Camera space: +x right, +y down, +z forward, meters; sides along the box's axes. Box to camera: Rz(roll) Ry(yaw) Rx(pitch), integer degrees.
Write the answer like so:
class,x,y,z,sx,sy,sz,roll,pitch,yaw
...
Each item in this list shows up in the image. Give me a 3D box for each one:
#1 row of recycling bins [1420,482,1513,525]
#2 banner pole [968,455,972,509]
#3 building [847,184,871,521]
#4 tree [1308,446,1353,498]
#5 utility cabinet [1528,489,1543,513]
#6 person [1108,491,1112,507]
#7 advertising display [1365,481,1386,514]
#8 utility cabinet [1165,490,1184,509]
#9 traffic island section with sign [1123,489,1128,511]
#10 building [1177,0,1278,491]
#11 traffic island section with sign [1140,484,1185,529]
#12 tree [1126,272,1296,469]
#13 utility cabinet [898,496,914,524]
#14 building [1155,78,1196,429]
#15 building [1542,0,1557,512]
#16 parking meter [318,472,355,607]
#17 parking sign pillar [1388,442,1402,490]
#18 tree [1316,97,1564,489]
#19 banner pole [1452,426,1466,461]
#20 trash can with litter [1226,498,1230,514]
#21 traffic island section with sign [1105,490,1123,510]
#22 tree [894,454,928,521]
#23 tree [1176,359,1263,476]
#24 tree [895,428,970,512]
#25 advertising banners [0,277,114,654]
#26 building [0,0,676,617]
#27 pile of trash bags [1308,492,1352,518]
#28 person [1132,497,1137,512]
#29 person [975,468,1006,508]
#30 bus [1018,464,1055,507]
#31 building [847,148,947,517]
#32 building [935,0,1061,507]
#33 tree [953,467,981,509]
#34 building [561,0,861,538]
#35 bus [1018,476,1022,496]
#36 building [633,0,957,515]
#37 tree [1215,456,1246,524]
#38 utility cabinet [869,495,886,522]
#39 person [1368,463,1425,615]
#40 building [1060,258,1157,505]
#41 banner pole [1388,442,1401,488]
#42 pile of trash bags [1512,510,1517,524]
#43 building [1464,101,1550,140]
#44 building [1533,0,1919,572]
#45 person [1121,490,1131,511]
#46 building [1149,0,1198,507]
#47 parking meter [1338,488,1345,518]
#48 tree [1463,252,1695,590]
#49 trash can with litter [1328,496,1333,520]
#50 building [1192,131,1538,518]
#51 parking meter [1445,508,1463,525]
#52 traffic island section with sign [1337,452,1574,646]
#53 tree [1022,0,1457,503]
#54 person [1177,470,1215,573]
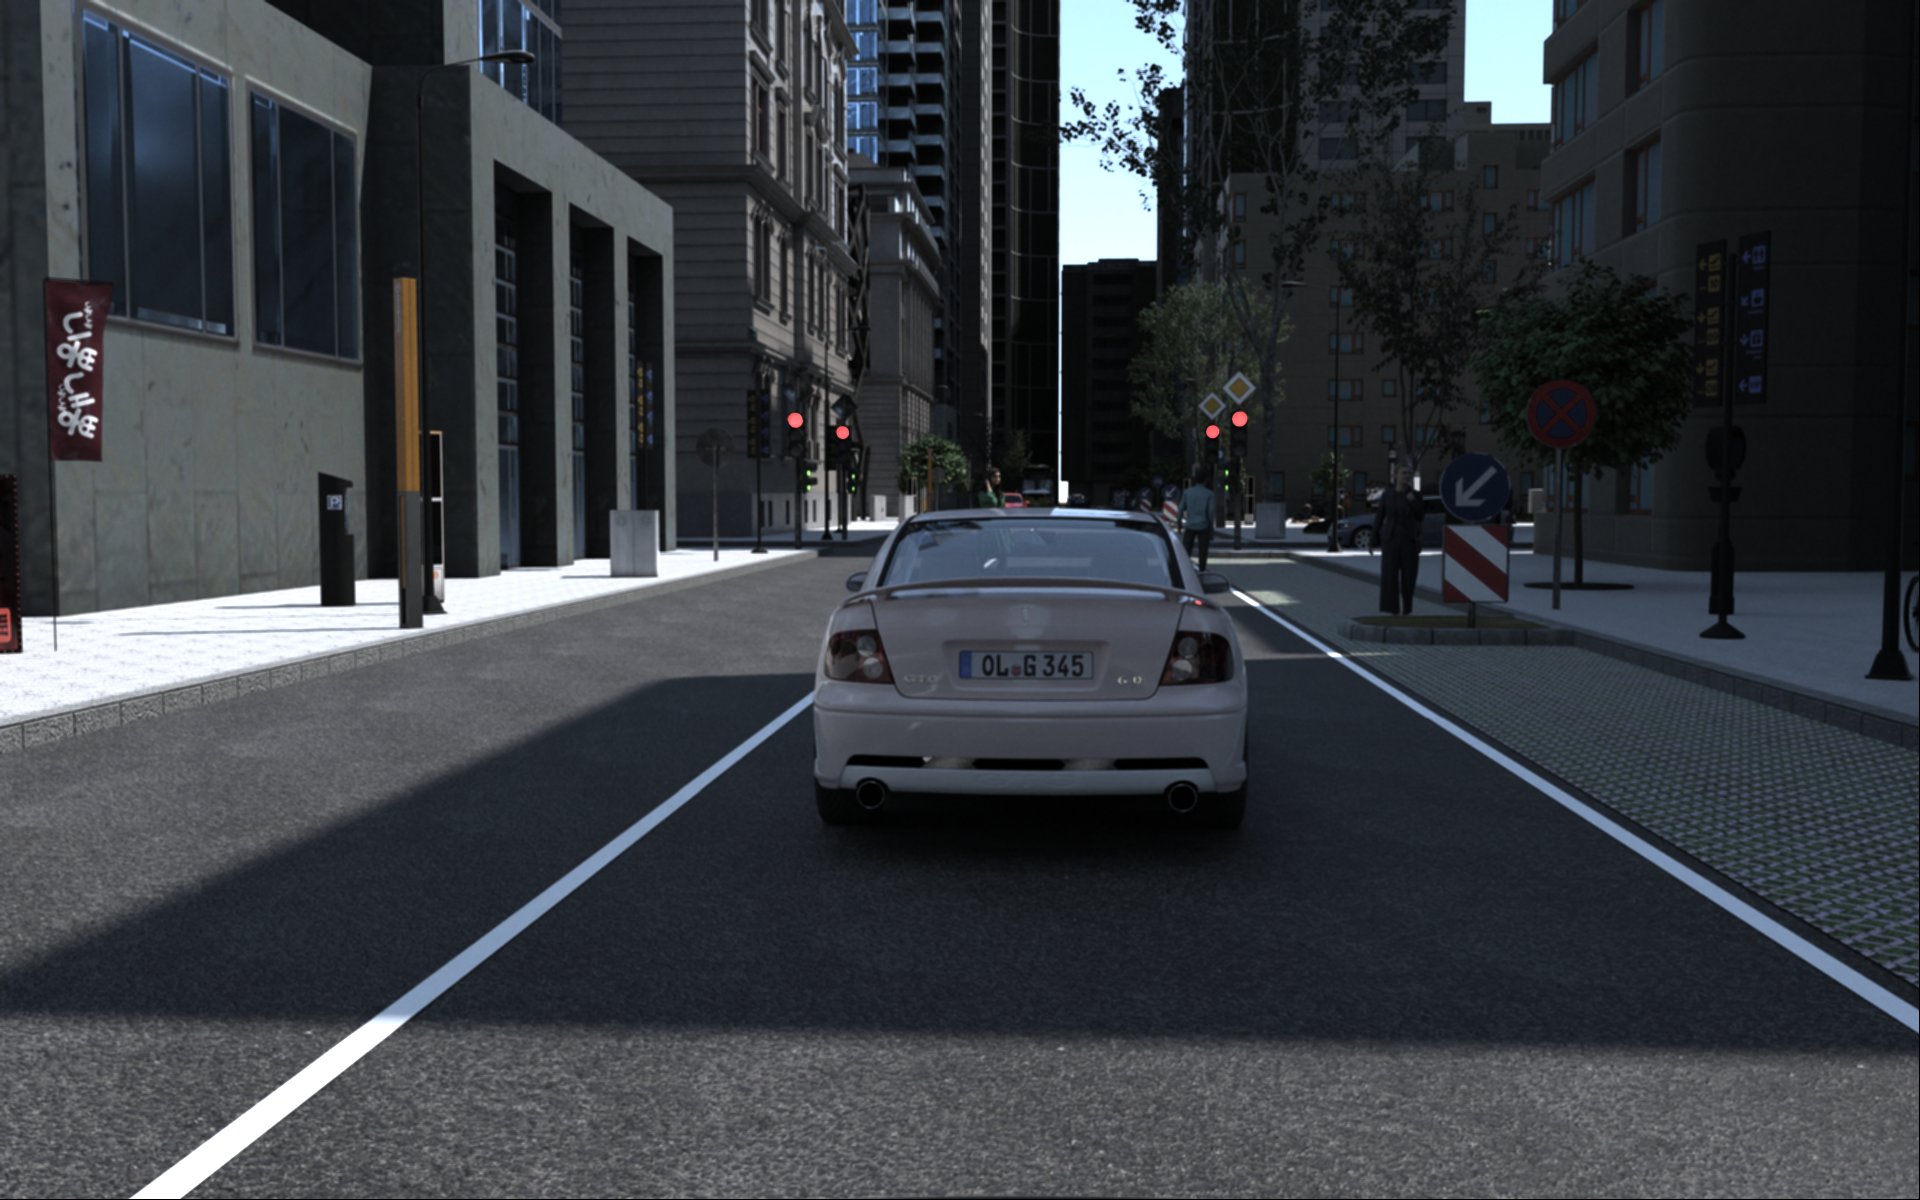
class,x,y,z,sx,sy,sz,roll,pitch,yaw
row of recycling bins,17.470,-3.229,59.915,3.534,1.692,1.069,-1,4,-18
banner pole,0.633,-7.381,110.699,0.401,3.779,0.863,-1,4,-15
building,-12.877,-13.150,82.462,16.820,18.784,16.811,0,4,4
tree,14.895,-4.628,70.267,1.663,3.219,1.824,0,3,0
utility cabinet,26.616,-4.319,79.289,1.173,1.500,0.318,-1,4,-15
person,15.582,-10.475,180.450,0.721,1.739,1.217,0,4,-6
advertising display,20.755,-4.974,86.539,0.974,1.923,0.123,1,4,20
utility cabinet,13.263,-6.012,106.975,1.173,1.500,0.318,-2,4,-25
traffic island section with sign,10.497,-5.542,99.240,1.989,1.847,2.006,0,4,4
building,27.680,-42.807,138.154,20.563,71.187,20.611,0,4,4
traffic island section with sign,8.618,-3.887,72.183,1.989,1.847,2.006,0,4,4
tree,11.381,-9.437,80.053,9.928,11.665,9.643,0,3,0
utility cabinet,-2.204,-3.664,71.062,0.306,1.237,1.020,1,4,21
building,28.472,-32.857,187.319,14.600,45.320,14.200,0,4,4
building,35.552,-26.798,57.751,30.456,49.044,23.786,0,4,4
parking meter,-7.137,-0.699,19.833,0.372,1.533,0.369,0,3,0
parking sign pillar,22.792,-6.253,90.703,1.447,3.967,1.447,2,4,26
tree,8.703,-5.024,32.503,4.360,8.622,3.978,0,3,0
banner pole,18.316,-4.500,63.590,0.863,3.779,0.401,-2,4,-33
trash can with litter,13.590,-4.711,88.408,1.055,1.170,0.624,-3,5,-42
traffic island section with sign,15.790,-10.245,176.138,1.989,1.847,2.006,0,4,4
tree,-2.508,-5.386,82.662,1.663,3.219,1.824,0,3,0
tree,13.368,-8.571,90.501,4.737,8.622,4.395,0,3,0
tree,-1.521,-6.272,86.267,4.285,4.588,4.351,0,3,0
advertising banners,-7.793,-1.074,13.740,2.074,3.025,0.090,-3,4,-38
building,-22.676,-43.669,26.661,31.000,86.520,22.319,0,4,4
pile of trash bags,19.791,-5.032,92.029,1.912,1.369,3.447,3,5,44
person,11.548,-6.216,114.822,0.352,1.250,0.332,1,4,15
person,0.445,-0.935,24.037,0.529,1.795,0.600,3,5,43
bus,6.681,-9.525,147.285,2.896,3.916,12.252,0,4,4
building,-8.384,-16.287,108.098,13.314,21.916,24.055,0,4,4
building,2.162,-47.661,217.511,20.611,71.187,20.563,0,4,4
tree,0.134,-7.565,118.290,1.663,3.219,1.824,0,3,0
building,-11.558,-16.774,61.649,14.401,28.519,23.554,0,4,4
bus,7.417,-10.700,166.496,2.896,3.916,12.252,0,4,5
building,-11.027,-50.465,137.778,22.319,86.520,31.000,0,4,4
tree,11.747,-4.837,73.680,1.663,3.219,1.824,0,3,0
utility cabinet,-3.834,-4.270,80.971,0.306,1.237,1.020,2,4,30
person,4.793,-0.614,18.964,0.576,1.772,0.534,0,4,-6
building,19.447,-27.122,215.139,14.107,30.474,14.160,0,4,4
banner pole,20.875,-5.693,83.095,0.401,3.779,0.863,-3,5,-40
pile of trash bags,21.925,-3.937,74.124,3.447,1.369,1.912,0,4,-4
building,50.443,-29.703,177.530,23.993,40.220,32.217,0,4,4
building,25.230,-10.797,21.565,27.650,21.520,28.899,0,4,4
person,12.586,-7.459,131.251,0.742,1.727,0.445,-1,4,-15
building,29.930,-52.029,163.350,22.319,86.520,31.000,0,4,4
parking meter,15.968,-3.933,72.722,0.372,1.533,0.369,0,3,0
tree,8.588,-2.449,23.753,4.285,4.588,4.351,0,3,0
trash can with litter,13.448,-3.133,62.280,1.678,1.210,2.233,0,4,6
building,29.273,-16.024,107.030,27.650,21.520,28.899,0,4,4
parking meter,11.499,-2.111,40.221,0.399,1.863,0.255,2,4,34
traffic island section with sign,4.835,-0.526,17.227,1.989,1.847,2.006,0,4,4
tree,8.904,-12.264,56.404,12.611,20.169,13.585,0,3,0
person,3.824,-1.203,28.192,0.660,1.820,0.620,1,4,21
